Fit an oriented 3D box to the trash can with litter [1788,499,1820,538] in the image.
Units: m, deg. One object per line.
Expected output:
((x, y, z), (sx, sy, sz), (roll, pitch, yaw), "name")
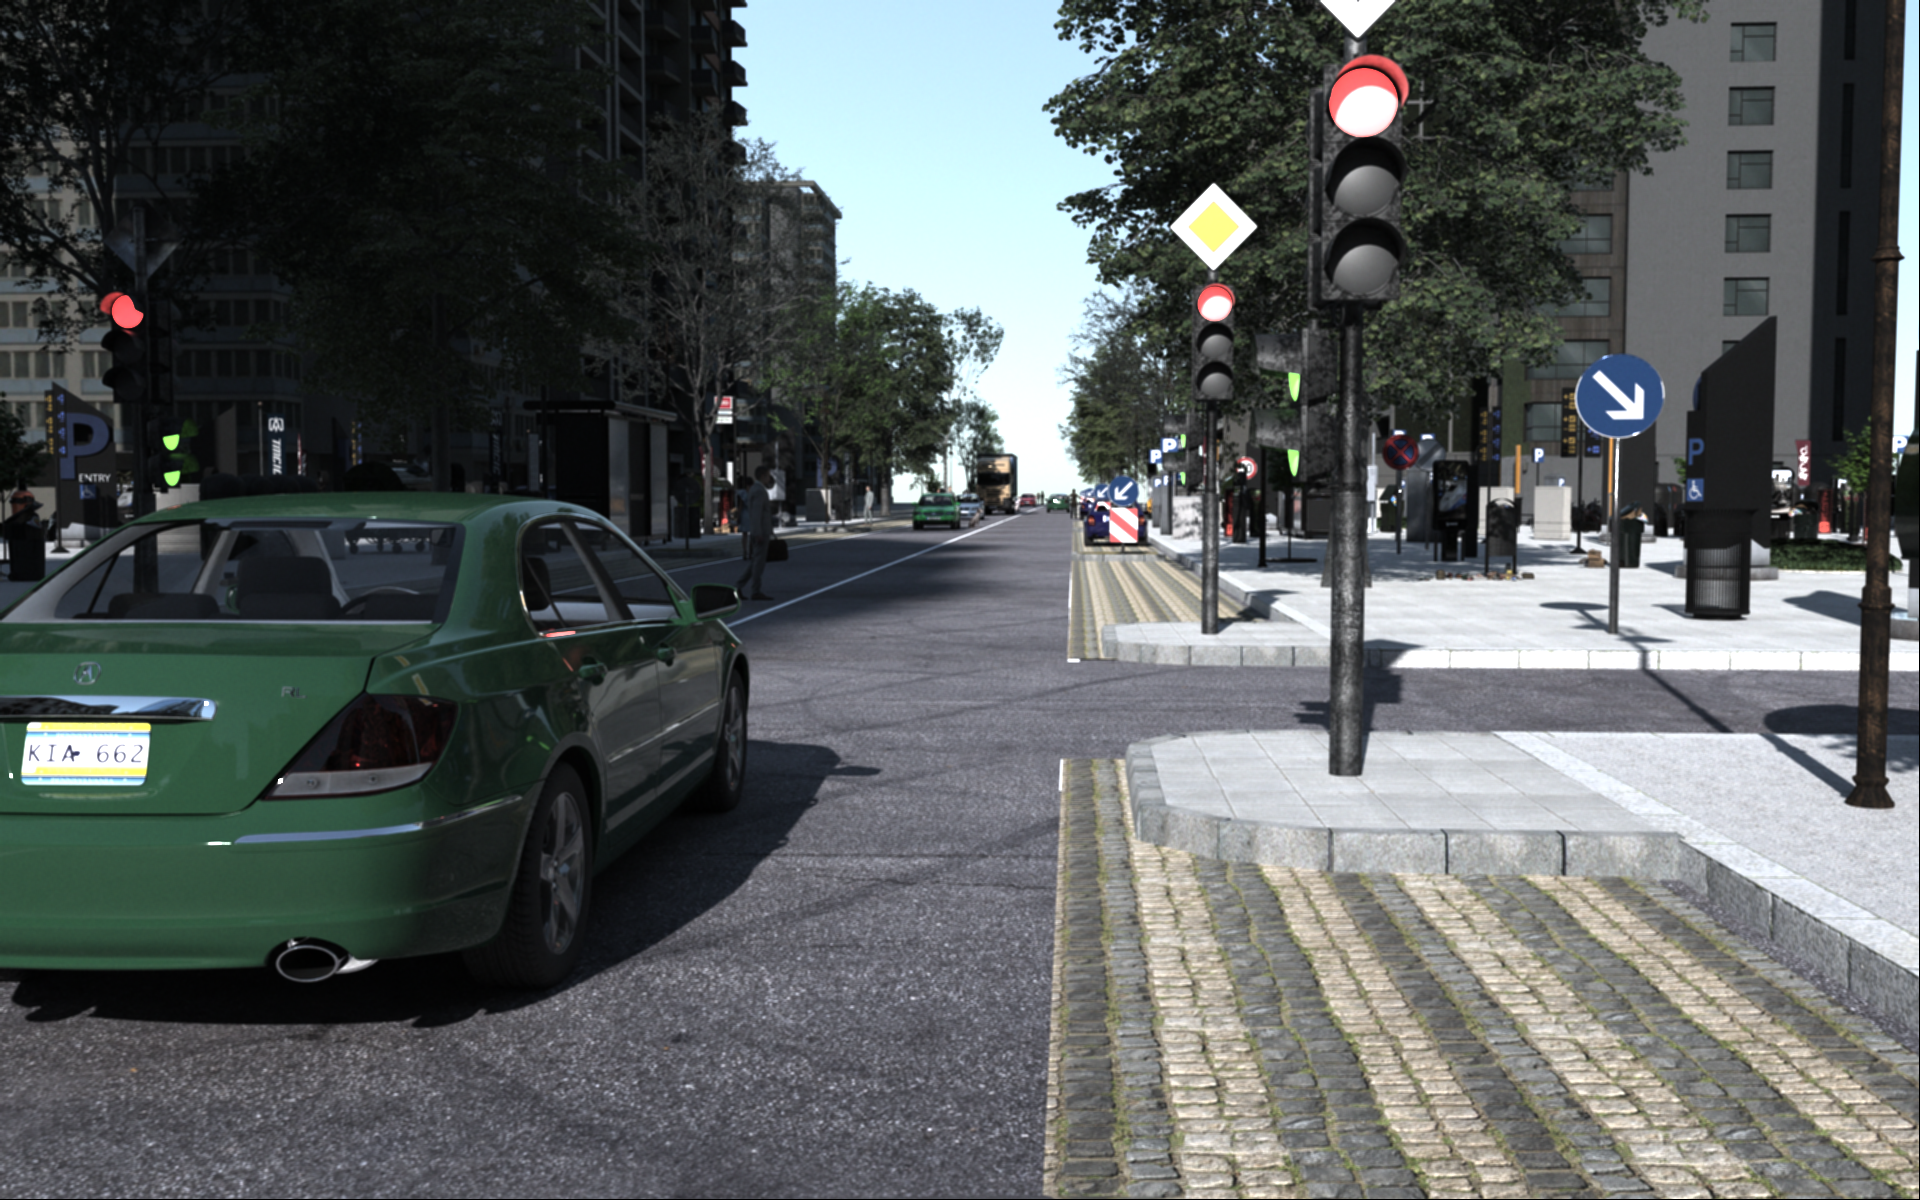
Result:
((18.509, -1.629, 38.016), (0.624, 1.170, 1.055), (2, 4, 24), "trash can with litter")

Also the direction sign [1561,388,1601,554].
((13.235, -2.749, 36.950), (0.876, 3.537, 0.379), (0, 4, -6), "direction sign")

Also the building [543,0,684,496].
((-27.684, -40.599, 102.038), (20.563, 71.187, 20.611), (0, 4, 4), "building")

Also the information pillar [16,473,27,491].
((-32.078, -3.348, 59.239), (0.304, 2.012, 0.304), (-3, 4, -36), "information pillar")

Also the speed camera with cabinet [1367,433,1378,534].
((13.418, -3.832, 56.983), (0.660, 3.252, 2.038), (1, 4, 15), "speed camera with cabinet")

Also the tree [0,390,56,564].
((-17.682, -2.302, 32.243), (1.663, 3.219, 1.824), (0, 3, 0), "tree")

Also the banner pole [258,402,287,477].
((-18.754, -3.495, 47.155), (0.863, 3.779, 0.401), (-2, 4, -28), "banner pole")

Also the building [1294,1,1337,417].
((36.975, -36.298, 135.479), (21.231, 58.520, 28.212), (0, 4, 4), "building")

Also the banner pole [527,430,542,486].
((-16.597, -4.749, 67.670), (0.863, 3.779, 0.401), (-1, 4, -22), "banner pole")

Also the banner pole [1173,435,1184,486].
((8.286, -4.633, 65.770), (0.401, 3.779, 0.863), (-2, 4, -35), "banner pole")

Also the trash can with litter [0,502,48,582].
((-13.999, -0.861, 25.460), (1.055, 1.170, 0.624), (-1, 4, -13), "trash can with litter")

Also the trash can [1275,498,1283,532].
((11.161, -2.917, 59.351), (0.748, 1.137, 0.748), (0, 3, 0), "trash can")

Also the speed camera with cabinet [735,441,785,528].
((-7.558, -4.345, 65.380), (2.038, 3.252, 0.660), (2, 4, 33), "speed camera with cabinet")

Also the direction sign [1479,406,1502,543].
((13.741, -3.239, 44.959), (0.379, 3.537, 0.876), (-1, 4, -19), "direction sign")

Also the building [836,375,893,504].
((-24.149, -23.567, 230.362), (27.650, 21.520, 28.899), (0, 4, 4), "building")

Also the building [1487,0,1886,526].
((30.714, -18.632, 76.334), (14.160, 30.474, 14.107), (0, 4, 4), "building")

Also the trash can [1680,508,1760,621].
((7.776, -0.373, 17.756), (0.748, 1.137, 0.748), (0, 3, 0), "trash can")

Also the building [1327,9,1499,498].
((35.178, -41.098, 110.196), (20.563, 71.187, 20.611), (0, 4, 4), "building")

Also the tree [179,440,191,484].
((-25.477, -3.799, 56.707), (1.663, 3.219, 1.824), (0, 3, 0), "tree")

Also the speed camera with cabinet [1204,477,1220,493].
((12.961, -5.637, 86.507), (0.660, 3.252, 2.038), (-2, 4, -25), "speed camera with cabinet")

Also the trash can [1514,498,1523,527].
((21.379, -3.381, 66.937), (0.748, 1.137, 0.748), (0, 3, 0), "trash can")

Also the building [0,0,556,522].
((-32.961, -23.733, 79.919), (32.217, 40.220, 23.993), (0, 4, 4), "building")

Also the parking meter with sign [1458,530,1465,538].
((14.207, -3.320, 50.543), (1.738, 3.016, 0.543), (-2, 4, -34), "parking meter with sign")

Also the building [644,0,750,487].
((-27.909, -28.948, 127.917), (22.147, 44.769, 28.867), (0, 4, 4), "building")

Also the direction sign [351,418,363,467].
((-17.961, -3.647, 51.631), (0.379, 3.537, 0.876), (-3, 4, -37), "direction sign")

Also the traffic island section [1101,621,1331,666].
((2.314, 0.390, 15.904), (2.009, 0.180, 2.903), (0, 4, 4), "traffic island section")

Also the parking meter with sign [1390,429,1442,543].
((12.304, -3.055, 46.211), (0.543, 3.016, 1.738), (-2, 4, -34), "parking meter with sign")

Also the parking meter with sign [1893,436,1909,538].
((27.834, -3.345, 50.954), (0.543, 3.016, 1.738), (1, 4, 12), "parking meter with sign")

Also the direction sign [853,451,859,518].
((-5.479, -6.063, 91.125), (0.379, 3.537, 0.876), (1, 4, 14), "direction sign")

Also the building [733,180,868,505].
((-27.537, -31.265, 203.068), (32.217, 40.220, 23.993), (0, 4, 4), "building")

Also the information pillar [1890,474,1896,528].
((34.895, -3.690, 64.818), (0.304, 2.012, 0.304), (3, 5, 44), "information pillar")

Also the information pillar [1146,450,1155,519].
((10.004, -6.057, 90.394), (0.504, 3.616, 0.183), (1, 4, 10), "information pillar")

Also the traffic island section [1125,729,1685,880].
((1.787, 0.877, 7.936), (2.009, 0.180, 2.903), (0, 4, 4), "traffic island section")

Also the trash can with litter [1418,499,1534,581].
((7.804, -0.928, 26.236), (2.233, 1.210, 1.678), (-1, 4, -19), "trash can with litter")

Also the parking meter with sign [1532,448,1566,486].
((22.293, -4.202, 64.964), (0.543, 3.016, 1.738), (-2, 4, -28), "parking meter with sign")

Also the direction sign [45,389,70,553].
((-19.629, -2.793, 37.665), (0.876, 3.537, 0.379), (3, 4, 37), "direction sign")

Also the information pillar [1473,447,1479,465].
((25.500, -5.765, 85.609), (0.183, 3.616, 0.504), (0, 4, -7), "information pillar")

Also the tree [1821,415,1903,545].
((22.284, -2.928, 42.482), (1.663, 3.219, 1.824), (0, 3, 0), "tree")

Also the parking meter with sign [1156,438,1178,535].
((6.566, -3.572, 54.656), (0.543, 3.016, 1.738), (0, 4, 5), "parking meter with sign")

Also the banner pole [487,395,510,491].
((-11.613, -3.294, 43.872), (0.401, 3.779, 0.863), (2, 4, 34), "banner pole")

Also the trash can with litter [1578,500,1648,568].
((11.354, -1.145, 30.113), (1.055, 1.170, 0.624), (0, 4, 5), "trash can with litter")

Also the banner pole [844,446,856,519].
((-5.718, -6.065, 89.181), (0.401, 3.779, 0.863), (3, 4, 37), "banner pole")

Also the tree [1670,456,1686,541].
((20.412, -3.260, 47.901), (1.663, 3.219, 1.824), (0, 3, 0), "tree")

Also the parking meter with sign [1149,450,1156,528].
((7.621, -4.325, 66.971), (0.543, 3.016, 1.738), (0, 4, 4), "parking meter with sign")

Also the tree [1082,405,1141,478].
((16.583, -15.730, 182.937), (9.928, 11.665, 9.643), (0, 3, 0), "tree")

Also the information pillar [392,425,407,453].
((-18.108, -3.959, 56.085), (0.504, 3.616, 0.183), (-1, 4, -14), "information pillar")
